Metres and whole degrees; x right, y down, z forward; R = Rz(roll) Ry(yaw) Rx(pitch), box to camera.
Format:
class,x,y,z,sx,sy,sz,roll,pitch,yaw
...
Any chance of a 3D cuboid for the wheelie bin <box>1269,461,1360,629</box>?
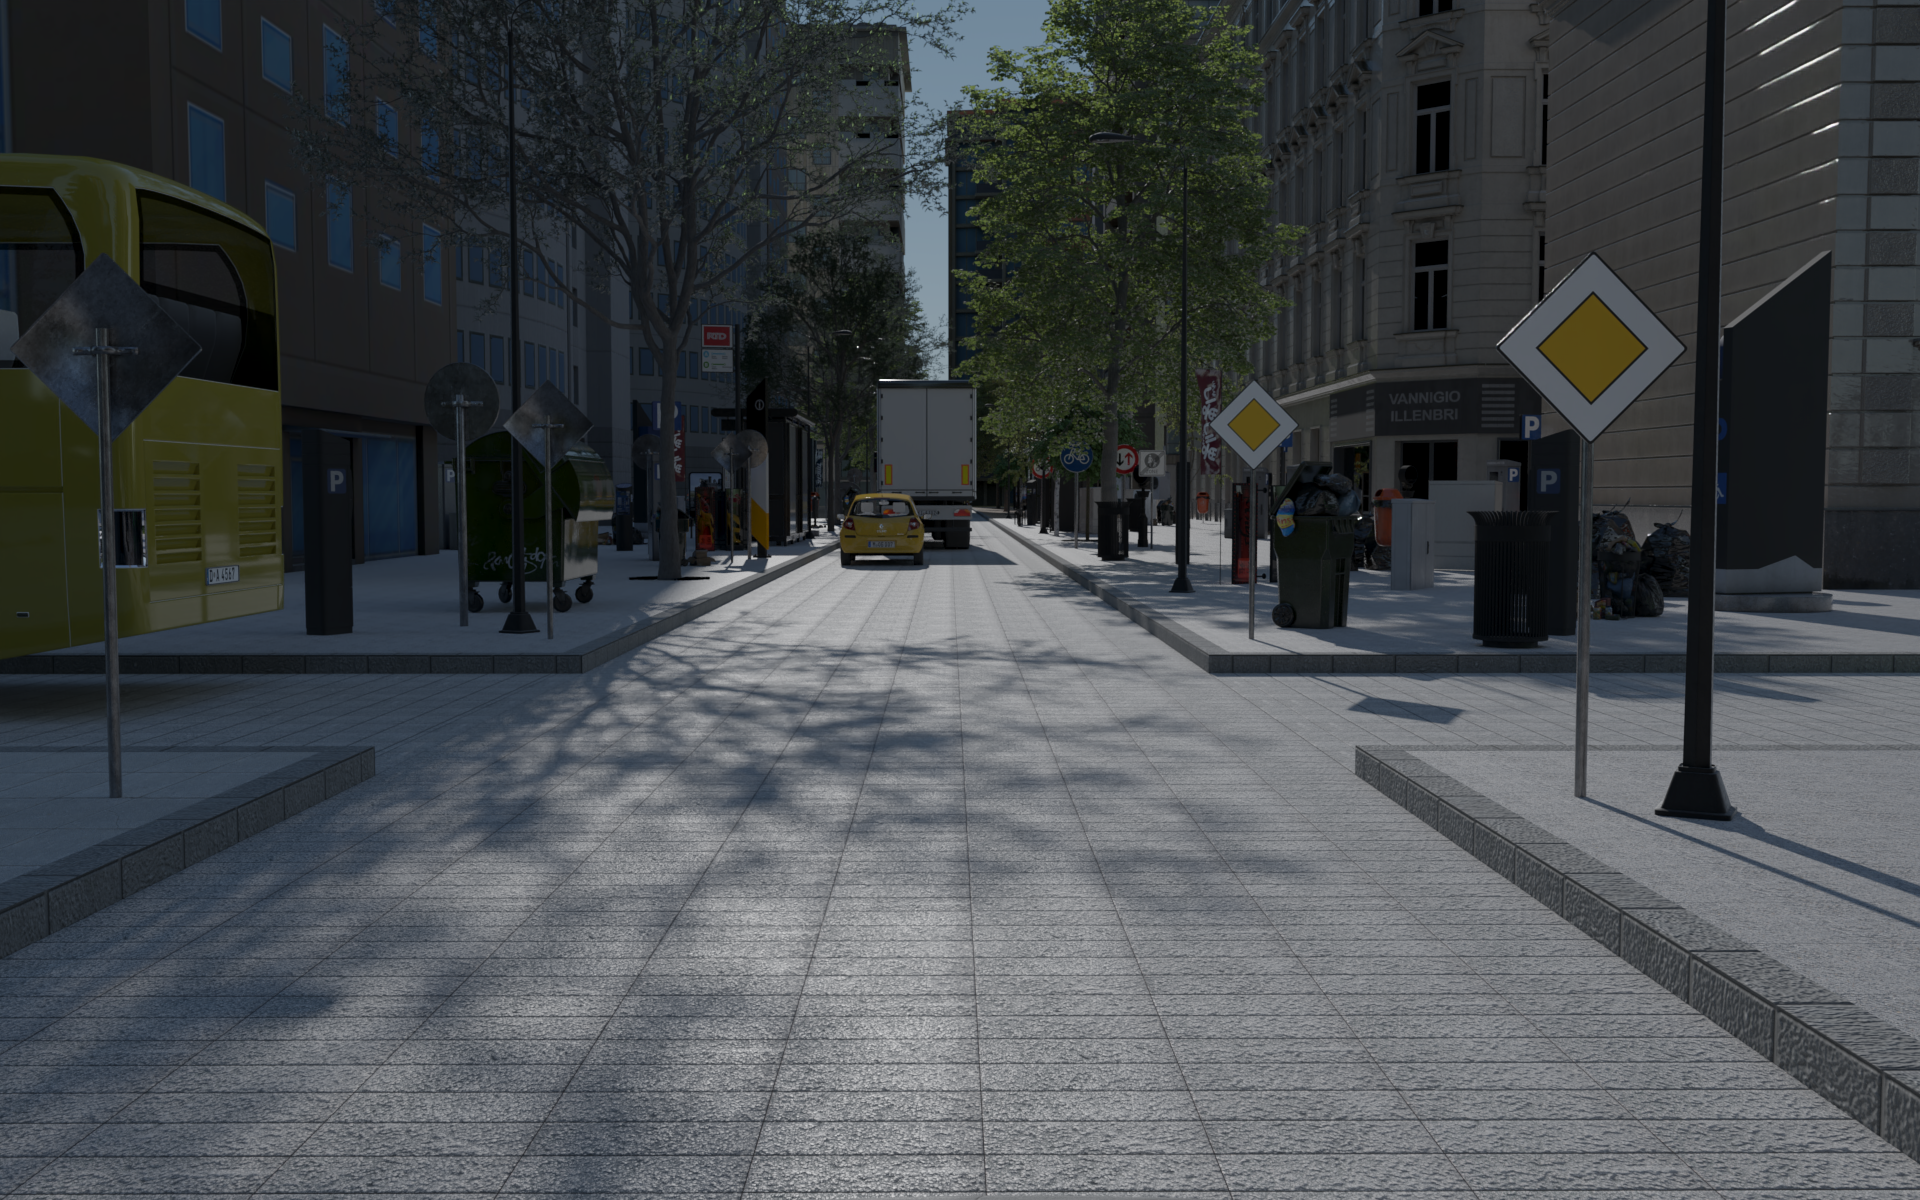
class,x,y,z,sx,sy,sz,roll,pitch,yaw
wheelie bin,3.442,-0.539,16.716,0.693,1.594,0.980,3,4,38

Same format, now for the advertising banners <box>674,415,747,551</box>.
class,x,y,z,sx,sy,sz,roll,pitch,yaw
advertising banners,-5.665,-2.594,38.604,2.074,3.025,0.090,-3,4,-38

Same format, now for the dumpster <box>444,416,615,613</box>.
class,x,y,z,sx,sy,sz,roll,pitch,yaw
dumpster,-4.812,-1.037,19.452,1.502,2.255,1.985,0,4,0

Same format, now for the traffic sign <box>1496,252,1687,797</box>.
class,x,y,z,sx,sy,sz,roll,pitch,yaw
traffic sign,2.627,-0.223,7.281,0.795,2.450,0.064,0,4,0

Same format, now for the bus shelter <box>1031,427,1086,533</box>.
class,x,y,z,sx,sy,sz,roll,pitch,yaw
bus shelter,3.453,-4.228,60.411,1.731,3.624,6.357,0,4,0

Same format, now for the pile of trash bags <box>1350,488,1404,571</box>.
class,x,y,z,sx,sy,sz,roll,pitch,yaw
pile of trash bags,6.782,-1.183,29.091,1.912,1.369,3.447,0,4,-3

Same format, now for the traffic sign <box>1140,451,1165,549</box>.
class,x,y,z,sx,sy,sz,roll,pitch,yaw
traffic sign,4.478,-2.343,40.430,0.606,2.300,0.079,0,4,3

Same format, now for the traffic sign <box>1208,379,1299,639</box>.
class,x,y,z,sx,sy,sz,roll,pitch,yaw
traffic sign,2.576,-0.711,15.266,0.795,2.450,0.064,0,4,0

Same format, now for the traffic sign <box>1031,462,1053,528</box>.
class,x,y,z,sx,sy,sz,roll,pitch,yaw
traffic sign,2.696,-3.476,56.935,0.768,2.556,0.104,0,4,2

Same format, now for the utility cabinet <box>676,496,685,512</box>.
class,x,y,z,sx,sy,sz,roll,pitch,yaw
utility cabinet,-9.337,-2.744,56.019,1.020,1.237,0.306,3,5,42

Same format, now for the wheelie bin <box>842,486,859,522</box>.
class,x,y,z,sx,sy,sz,roll,pitch,yaw
wheelie bin,-4.264,-3.663,67.795,0.693,1.594,0.980,0,4,1

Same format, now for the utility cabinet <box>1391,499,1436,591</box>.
class,x,y,z,sx,sy,sz,roll,pitch,yaw
utility cabinet,6.146,-0.752,23.459,0.306,1.237,1.020,2,4,32

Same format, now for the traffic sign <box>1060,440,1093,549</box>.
class,x,y,z,sx,sy,sz,roll,pitch,yaw
traffic sign,2.734,-2.480,40.659,0.768,2.556,0.104,0,4,4

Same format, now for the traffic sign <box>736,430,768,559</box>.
class,x,y,z,sx,sy,sz,roll,pitch,yaw
traffic sign,-4.178,-2.091,34.296,0.768,2.556,0.104,1,4,9

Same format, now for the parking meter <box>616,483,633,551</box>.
class,x,y,z,sx,sy,sz,roll,pitch,yaw
parking meter,-7.571,-1.875,39.068,0.372,1.533,0.369,0,3,0

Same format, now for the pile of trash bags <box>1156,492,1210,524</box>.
class,x,y,z,sx,sy,sz,roll,pitch,yaw
pile of trash bags,9.169,-4.020,75.472,3.447,1.369,1.912,1,4,12

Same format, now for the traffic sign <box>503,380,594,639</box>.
class,x,y,z,sx,sy,sz,roll,pitch,yaw
traffic sign,-3.618,-0.710,15.247,0.795,2.450,0.064,0,4,0

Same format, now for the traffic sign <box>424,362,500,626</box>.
class,x,y,z,sx,sy,sz,roll,pitch,yaw
traffic sign,-4.815,-1.017,16.737,0.768,2.556,0.104,0,4,7

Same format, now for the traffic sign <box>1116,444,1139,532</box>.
class,x,y,z,sx,sy,sz,roll,pitch,yaw
traffic sign,4.196,-2.704,44.318,0.768,2.556,0.104,0,4,3

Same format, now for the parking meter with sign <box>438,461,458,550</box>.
class,x,y,z,sx,sy,sz,roll,pitch,yaw
parking meter with sign,-12.012,-2.683,40.127,1.738,3.016,0.543,3,4,36

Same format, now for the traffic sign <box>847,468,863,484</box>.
class,x,y,z,sx,sy,sz,roll,pitch,yaw
traffic sign,-5.132,-5.160,84.469,0.768,2.556,0.104,0,4,1

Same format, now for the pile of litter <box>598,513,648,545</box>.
class,x,y,z,sx,sy,sz,roll,pitch,yaw
pile of litter,-8.732,-1.829,43.863,1.719,0.858,1.176,-1,4,-15

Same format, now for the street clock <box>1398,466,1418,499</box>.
class,x,y,z,sx,sy,sz,roll,pitch,yaw
street clock,11.455,-2.432,44.341,0.471,2.002,0.358,-2,4,-32

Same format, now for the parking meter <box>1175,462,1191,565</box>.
class,x,y,z,sx,sy,sz,roll,pitch,yaw
parking meter,4.070,-1.586,31.635,0.255,1.863,0.399,0,4,5

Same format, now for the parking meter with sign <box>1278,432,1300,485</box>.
class,x,y,z,sx,sy,sz,roll,pitch,yaw
parking meter with sign,8.494,-2.878,43.309,0.543,3.016,1.738,-1,4,-21

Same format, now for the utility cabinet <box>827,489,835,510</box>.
class,x,y,z,sx,sy,sz,roll,pitch,yaw
utility cabinet,-5.491,-3.993,73.962,0.318,1.500,1.173,0,4,-2

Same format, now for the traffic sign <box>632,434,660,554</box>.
class,x,y,z,sx,sy,sz,roll,pitch,yaw
traffic sign,-6.605,-2.245,36.805,0.768,2.556,0.104,0,4,6

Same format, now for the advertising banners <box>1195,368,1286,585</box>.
class,x,y,z,sx,sy,sz,roll,pitch,yaw
advertising banners,4.082,-1.740,24.641,2.074,3.025,0.090,-3,4,-36

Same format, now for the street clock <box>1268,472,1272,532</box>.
class,x,y,z,sx,sy,sz,roll,pitch,yaw
street clock,10.244,-3.246,57.635,0.358,2.002,0.471,0,4,2

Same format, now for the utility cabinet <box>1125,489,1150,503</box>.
class,x,y,z,sx,sy,sz,roll,pitch,yaw
utility cabinet,8.050,-4.290,78.826,1.173,1.500,0.318,0,4,-5

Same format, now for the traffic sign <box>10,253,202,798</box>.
class,x,y,z,sx,sy,sz,roll,pitch,yaw
traffic sign,-3.567,-0.221,7.262,0.795,2.450,0.064,0,4,0

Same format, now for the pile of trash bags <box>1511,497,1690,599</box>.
class,x,y,z,sx,sy,sz,roll,pitch,yaw
pile of trash bags,8.869,-0.760,22.186,3.447,1.369,1.912,-1,4,-10

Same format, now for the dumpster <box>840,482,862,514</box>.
class,x,y,z,sx,sy,sz,roll,pitch,yaw
dumpster,-5.236,-4.596,80.908,1.264,1.857,1.865,0,4,0

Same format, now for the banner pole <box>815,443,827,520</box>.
class,x,y,z,sx,sy,sz,roll,pitch,yaw
banner pole,-6.715,-5.764,84.264,0.863,3.779,0.401,2,4,30

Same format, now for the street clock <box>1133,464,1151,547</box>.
class,x,y,z,sx,sy,sz,roll,pitch,yaw
street clock,4.415,-2.275,41.765,0.358,2.002,0.471,-3,5,-45

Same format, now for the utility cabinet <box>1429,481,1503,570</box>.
class,x,y,z,sx,sy,sz,roll,pitch,yaw
utility cabinet,8.419,-1.235,28.873,1.173,1.500,0.318,3,5,42

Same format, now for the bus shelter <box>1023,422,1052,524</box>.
class,x,y,z,sx,sy,sz,roll,pitch,yaw
bus shelter,4.026,-6.181,78.697,2.179,5.291,8.768,0,4,0

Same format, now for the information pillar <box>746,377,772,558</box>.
class,x,y,z,sx,sy,sz,roll,pitch,yaw
information pillar,-4.060,-2.659,34.828,0.504,3.616,0.183,2,4,27

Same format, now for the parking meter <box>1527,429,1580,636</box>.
class,x,y,z,sx,sy,sz,roll,pitch,yaw
parking meter,5.407,-0.617,15.798,0.255,1.863,0.399,-3,5,-43

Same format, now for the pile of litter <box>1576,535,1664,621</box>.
class,x,y,z,sx,sy,sz,roll,pitch,yaw
pile of litter,6.653,-0.255,18.139,1.719,0.858,1.176,-1,4,-21

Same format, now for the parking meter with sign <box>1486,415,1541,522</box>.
class,x,y,z,sx,sy,sz,roll,pitch,yaw
parking meter with sign,12.210,-2.608,38.899,0.543,3.016,1.738,-2,4,-23

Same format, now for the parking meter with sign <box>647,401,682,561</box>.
class,x,y,z,sx,sy,sz,roll,pitch,yaw
parking meter with sign,-5.752,-2.271,33.393,0.543,3.016,1.738,-1,4,-17

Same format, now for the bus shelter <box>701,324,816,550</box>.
class,x,y,z,sx,sy,sz,roll,pitch,yaw
bus shelter,-5.038,-4.035,43.608,2.179,5.291,8.768,0,4,-1

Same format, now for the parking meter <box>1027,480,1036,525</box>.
class,x,y,z,sx,sy,sz,roll,pitch,yaw
parking meter,2.940,-4.013,71.323,0.255,1.863,0.399,2,4,32

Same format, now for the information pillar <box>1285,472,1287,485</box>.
class,x,y,z,sx,sy,sz,roll,pitch,yaw
information pillar,10.978,-3.236,57.407,0.304,2.012,0.304,-2,4,-26

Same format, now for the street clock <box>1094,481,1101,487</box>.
class,x,y,z,sx,sy,sz,roll,pitch,yaw
street clock,6.769,-5.008,86.457,0.471,2.002,0.358,-2,4,-32

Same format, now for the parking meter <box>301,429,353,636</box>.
class,x,y,z,sx,sy,sz,roll,pitch,yaw
parking meter,-5.779,-0.620,15.850,0.255,1.863,0.399,2,4,25

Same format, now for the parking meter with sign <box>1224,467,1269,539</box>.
class,x,y,z,sx,sy,sz,roll,pitch,yaw
parking meter with sign,8.489,-3.276,49.816,1.738,3.016,0.543,1,4,23

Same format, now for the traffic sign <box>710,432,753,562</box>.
class,x,y,z,sx,sy,sz,roll,pitch,yaw
traffic sign,-4.273,-1.910,32.422,0.795,2.450,0.064,0,4,1

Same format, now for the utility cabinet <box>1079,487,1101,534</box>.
class,x,y,z,sx,sy,sz,roll,pitch,yaw
utility cabinet,4.178,-2.874,55.671,0.318,1.500,1.173,-1,4,-17
